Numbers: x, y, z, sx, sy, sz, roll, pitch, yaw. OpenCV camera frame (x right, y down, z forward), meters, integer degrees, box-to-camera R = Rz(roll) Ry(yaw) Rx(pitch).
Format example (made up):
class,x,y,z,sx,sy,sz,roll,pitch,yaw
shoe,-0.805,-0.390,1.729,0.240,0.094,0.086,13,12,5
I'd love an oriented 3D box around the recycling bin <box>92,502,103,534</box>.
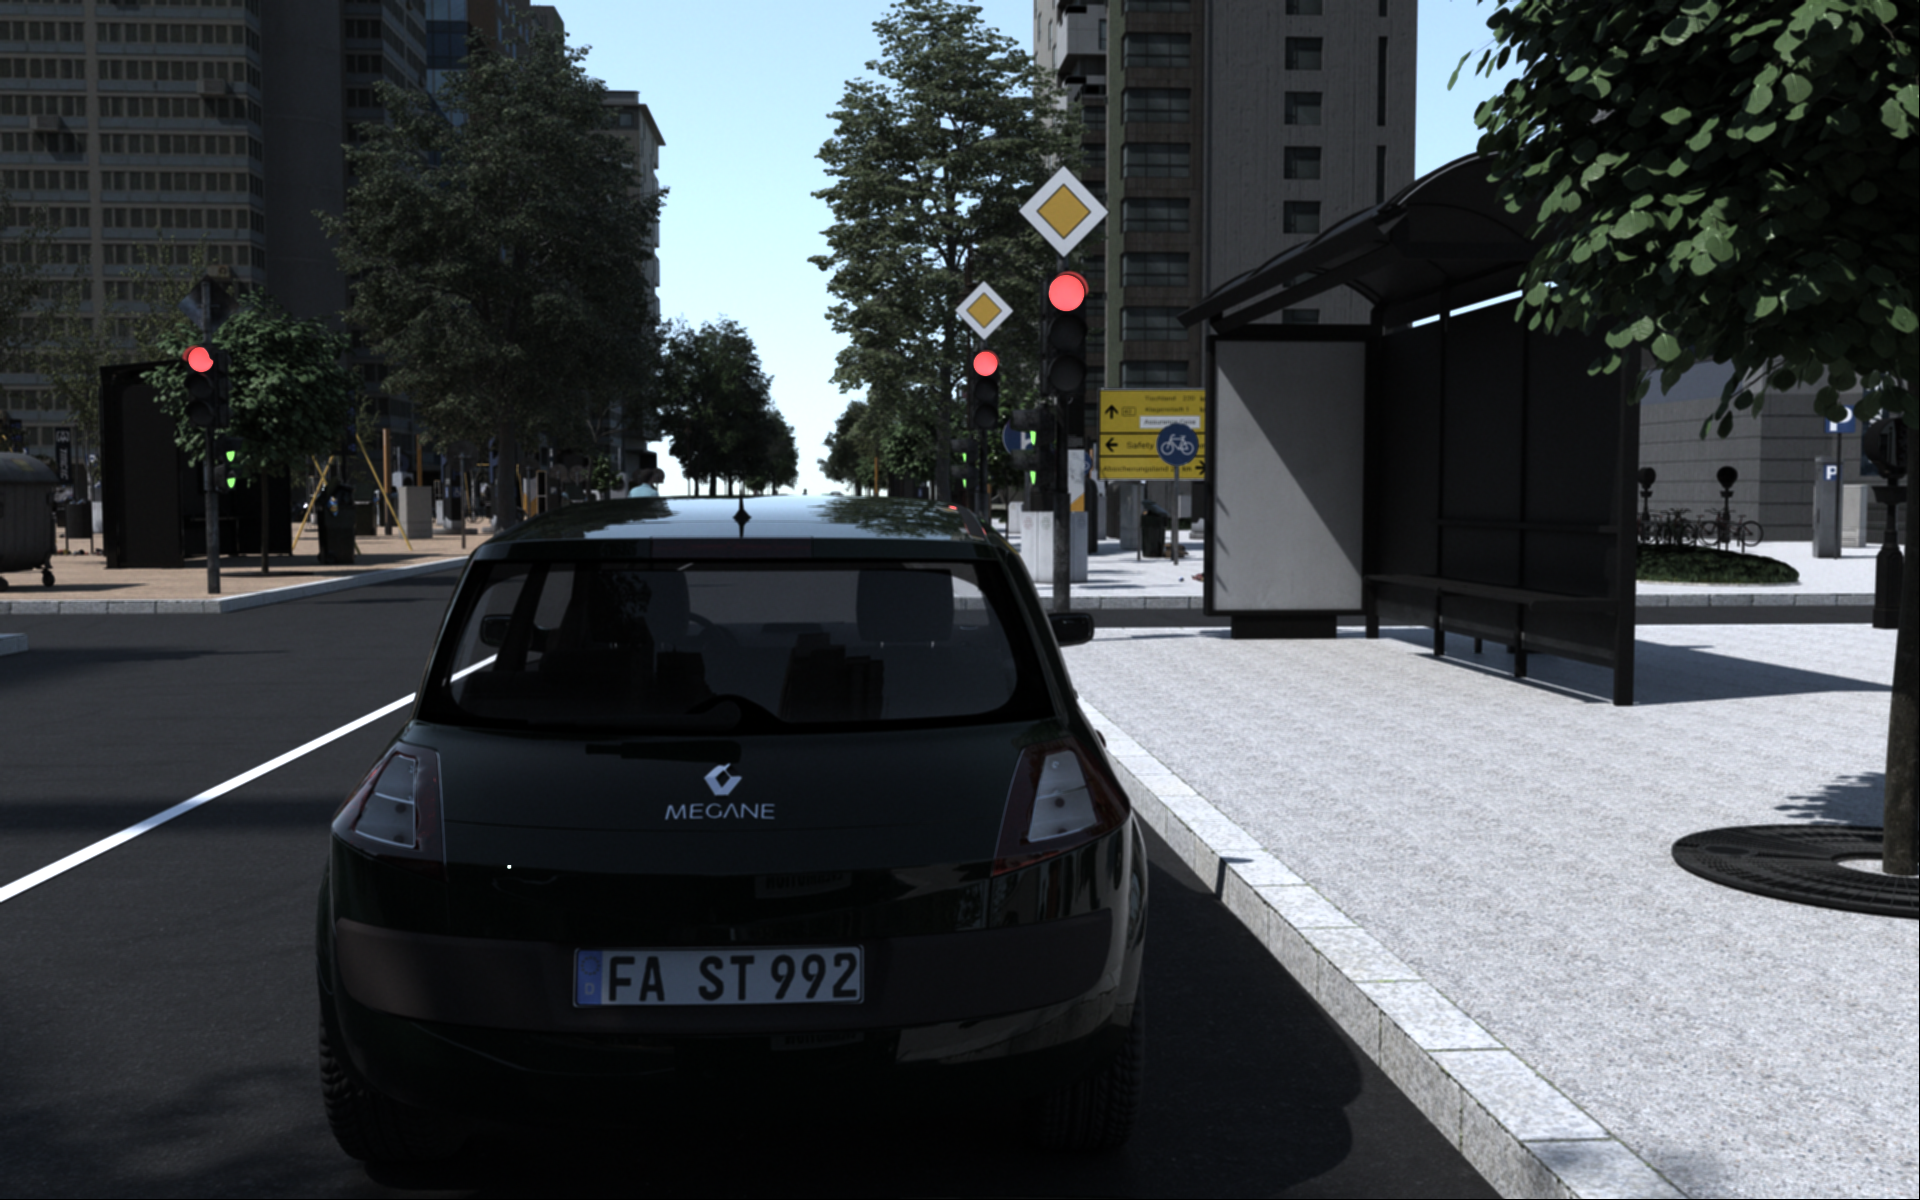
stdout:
class,x,y,z,sx,sy,sz,roll,pitch,yaw
recycling bin,-27.771,-2.685,56.457,0.722,1.027,0.722,1,4,21

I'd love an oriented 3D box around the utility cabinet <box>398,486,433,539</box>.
class,x,y,z,sx,sy,sz,roll,pitch,yaw
utility cabinet,-15.476,-2.478,49.194,0.318,1.500,1.173,1,4,18

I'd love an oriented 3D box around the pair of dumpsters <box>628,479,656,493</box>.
class,x,y,z,sx,sy,sz,roll,pitch,yaw
pair of dumpsters,-17.088,-5.488,92.226,1.574,2.255,4.437,0,4,-4

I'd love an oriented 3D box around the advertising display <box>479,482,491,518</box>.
class,x,y,z,sx,sy,sz,roll,pitch,yaw
advertising display,-25.162,-5.341,92.534,0.974,1.923,0.123,0,4,-6

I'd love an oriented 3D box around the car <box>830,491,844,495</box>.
class,x,y,z,sx,sy,sz,roll,pitch,yaw
car,-17.815,-14.659,248.343,2.281,1.827,5.304,0,4,-5

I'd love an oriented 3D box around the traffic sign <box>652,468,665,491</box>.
class,x,y,z,sx,sy,sz,roll,pitch,yaw
traffic sign,-14.749,-5.151,84.331,0.768,2.556,0.104,0,4,3

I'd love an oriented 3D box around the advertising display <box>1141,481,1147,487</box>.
class,x,y,z,sx,sy,sz,roll,pitch,yaw
advertising display,7.018,-3.921,69.321,0.974,1.923,0.123,2,4,24

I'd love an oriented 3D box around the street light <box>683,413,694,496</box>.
class,x,y,z,sx,sy,sz,roll,pitch,yaw
street light,-15.490,-7.716,98.942,0.468,5.910,1.993,0,4,-4

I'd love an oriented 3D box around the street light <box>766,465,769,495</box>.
class,x,y,z,sx,sy,sz,roll,pitch,yaw
street light,-23.784,-14.804,214.835,0.468,5.910,1.993,0,4,-4

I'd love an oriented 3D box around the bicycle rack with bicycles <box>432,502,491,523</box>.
class,x,y,z,sx,sy,sz,roll,pitch,yaw
bicycle rack with bicycles,-22.079,-3.834,76.068,2.925,0.926,2.852,-3,5,-40

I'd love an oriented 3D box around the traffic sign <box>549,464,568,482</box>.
class,x,y,z,sx,sy,sz,roll,pitch,yaw
traffic sign,-16.861,-4.444,72.765,0.768,2.556,0.104,0,4,-1

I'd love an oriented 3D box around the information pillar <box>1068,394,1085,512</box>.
class,x,y,z,sx,sy,sz,roll,pitch,yaw
information pillar,2.064,-2.500,32.230,0.504,3.616,0.183,0,4,-3

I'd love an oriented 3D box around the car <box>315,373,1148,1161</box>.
class,x,y,z,sx,sy,sz,roll,pitch,yaw
car,-0.534,0.283,5.153,2.009,1.686,4.222,0,4,-3

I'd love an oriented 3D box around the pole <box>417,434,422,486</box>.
class,x,y,z,sx,sy,sz,roll,pitch,yaw
pole,-18.470,-3.999,59.224,0.158,3.312,0.155,0,3,0

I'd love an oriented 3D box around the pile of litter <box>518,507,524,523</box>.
class,x,y,z,sx,sy,sz,roll,pitch,yaw
pile of litter,-15.892,-3.021,63.352,1.176,0.858,1.719,1,4,9

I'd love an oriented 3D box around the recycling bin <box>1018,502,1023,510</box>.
class,x,y,z,sx,sy,sz,roll,pitch,yaw
recycling bin,2.028,-1.909,43.774,0.722,1.027,0.722,3,5,40

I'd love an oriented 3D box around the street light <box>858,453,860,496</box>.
class,x,y,z,sx,sy,sz,roll,pitch,yaw
street light,-9.909,-12.279,173.553,0.468,5.910,1.993,0,4,-4

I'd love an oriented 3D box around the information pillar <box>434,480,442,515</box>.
class,x,y,z,sx,sy,sz,roll,pitch,yaw
information pillar,-28.085,-5.430,93.266,0.304,2.012,0.304,1,4,11

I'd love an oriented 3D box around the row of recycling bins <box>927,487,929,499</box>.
class,x,y,z,sx,sy,sz,roll,pitch,yaw
row of recycling bins,-1.656,-5.394,95.298,1.069,1.692,3.534,1,4,15

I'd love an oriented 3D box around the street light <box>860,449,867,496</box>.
class,x,y,z,sx,sy,sz,roll,pitch,yaw
street light,-7.594,-10.238,140.180,0.468,5.910,1.993,0,4,-4

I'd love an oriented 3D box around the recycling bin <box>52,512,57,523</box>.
class,x,y,z,sx,sy,sz,roll,pitch,yaw
recycling bin,-40.495,-3.941,76.982,0.722,1.027,0.722,-3,5,-40

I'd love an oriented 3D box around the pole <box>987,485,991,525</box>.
class,x,y,z,sx,sy,sz,roll,pitch,yaw
pole,1.087,-4.401,65.807,0.158,3.312,0.155,0,3,0

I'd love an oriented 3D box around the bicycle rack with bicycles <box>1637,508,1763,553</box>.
class,x,y,z,sx,sy,sz,roll,pitch,yaw
bicycle rack with bicycles,16.127,-1.530,38.390,2.852,0.926,2.925,1,4,14

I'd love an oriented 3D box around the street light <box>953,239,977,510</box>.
class,x,y,z,sx,sy,sz,roll,pitch,yaw
street light,0.157,-3.597,31.593,0.468,5.910,1.993,0,4,-4

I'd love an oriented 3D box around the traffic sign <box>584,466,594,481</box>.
class,x,y,z,sx,sy,sz,roll,pitch,yaw
traffic sign,-16.490,-4.717,77.235,0.768,2.556,0.104,0,4,-1

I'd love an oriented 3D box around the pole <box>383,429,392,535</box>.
class,x,y,z,sx,sy,sz,roll,pitch,yaw
pole,-17.884,-3.686,54.101,0.158,3.312,0.155,0,3,0

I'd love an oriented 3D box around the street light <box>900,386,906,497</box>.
class,x,y,z,sx,sy,sz,roll,pitch,yaw
street light,-2.166,-5.604,64.416,0.468,5.910,1.993,0,4,-4

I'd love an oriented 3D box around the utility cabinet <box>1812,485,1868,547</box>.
class,x,y,z,sx,sy,sz,roll,pitch,yaw
utility cabinet,21.178,-2.020,41.700,0.318,1.500,1.173,-2,4,-31

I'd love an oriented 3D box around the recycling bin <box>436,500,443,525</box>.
class,x,y,z,sx,sy,sz,roll,pitch,yaw
recycling bin,-21.057,-3.591,71.262,0.722,1.027,0.722,1,4,11

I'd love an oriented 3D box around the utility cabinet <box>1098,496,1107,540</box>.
class,x,y,z,sx,sy,sz,roll,pitch,yaw
utility cabinet,3.676,-2.267,48.229,0.306,1.237,1.020,3,5,39

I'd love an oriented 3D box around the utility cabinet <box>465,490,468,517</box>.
class,x,y,z,sx,sy,sz,roll,pitch,yaw
utility cabinet,-27.581,-5.318,95.635,0.318,1.500,1.173,-3,5,-40

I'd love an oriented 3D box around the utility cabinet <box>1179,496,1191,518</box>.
class,x,y,z,sx,sy,sz,roll,pitch,yaw
utility cabinet,9.761,-3.907,75.041,1.020,1.237,0.306,-3,5,-43

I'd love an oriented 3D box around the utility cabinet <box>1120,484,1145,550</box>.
class,x,y,z,sx,sy,sz,roll,pitch,yaw
utility cabinet,3.982,-1.914,39.981,0.318,1.500,1.173,0,4,-8

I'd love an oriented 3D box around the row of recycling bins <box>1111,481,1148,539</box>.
class,x,y,z,sx,sy,sz,roll,pitch,yaw
row of recycling bins,4.826,-2.673,50.822,1.069,1.692,3.534,0,4,-2

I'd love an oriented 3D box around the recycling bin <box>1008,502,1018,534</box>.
class,x,y,z,sx,sy,sz,roll,pitch,yaw
recycling bin,2.022,-2.666,56.140,0.722,1.027,0.722,2,4,24

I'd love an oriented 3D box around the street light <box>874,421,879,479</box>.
class,x,y,z,sx,sy,sz,roll,pitch,yaw
street light,-5.241,-8.214,107.091,0.468,5.910,1.993,0,4,-4

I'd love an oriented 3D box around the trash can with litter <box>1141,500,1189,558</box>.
class,x,y,z,sx,sy,sz,roll,pitch,yaw
trash can with litter,4.127,-1.439,34.912,1.055,1.170,0.624,3,5,39

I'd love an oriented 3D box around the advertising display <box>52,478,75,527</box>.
class,x,y,z,sx,sy,sz,roll,pitch,yaw
advertising display,-34.723,-3.774,66.917,0.123,1.923,0.974,3,4,36

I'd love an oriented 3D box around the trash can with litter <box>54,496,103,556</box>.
class,x,y,z,sx,sy,sz,roll,pitch,yaw
trash can with litter,-18.169,-1.553,36.441,2.233,1.210,1.678,0,4,-6

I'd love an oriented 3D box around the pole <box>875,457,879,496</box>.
class,x,y,z,sx,sy,sz,roll,pitch,yaw
pole,-4.599,-6.235,95.781,0.158,3.312,0.155,0,3,0

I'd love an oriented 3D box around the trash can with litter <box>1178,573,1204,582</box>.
class,x,y,z,sx,sy,sz,roll,pitch,yaw
trash can with litter,4.026,-0.890,25.614,1.678,1.210,2.233,0,4,-7

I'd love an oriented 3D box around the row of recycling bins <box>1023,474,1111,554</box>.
class,x,y,z,sx,sy,sz,roll,pitch,yaw
row of recycling bins,2.210,-1.823,36.921,1.069,1.692,3.534,1,4,19

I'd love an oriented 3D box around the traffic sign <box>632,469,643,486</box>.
class,x,y,z,sx,sy,sz,roll,pitch,yaw
traffic sign,-16.271,-5.372,87.942,0.768,2.556,0.104,0,4,1

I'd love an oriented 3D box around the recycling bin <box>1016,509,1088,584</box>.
class,x,y,z,sx,sy,sz,roll,pitch,yaw
recycling bin,1.366,-0.767,25.101,0.722,1.027,0.722,3,5,45

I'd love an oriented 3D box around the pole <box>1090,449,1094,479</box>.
class,x,y,z,sx,sy,sz,roll,pitch,yaw
pole,6.005,-5.194,78.769,0.158,3.312,0.155,0,3,0

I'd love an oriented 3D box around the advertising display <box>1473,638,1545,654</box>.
class,x,y,z,sx,sy,sz,roll,pitch,yaw
advertising display,4.608,-0.532,13.916,0.974,1.923,0.123,0,4,3

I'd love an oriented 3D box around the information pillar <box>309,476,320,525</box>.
class,x,y,z,sx,sy,sz,roll,pitch,yaw
information pillar,-26.857,-4.137,72.136,0.304,2.012,0.304,3,5,41
